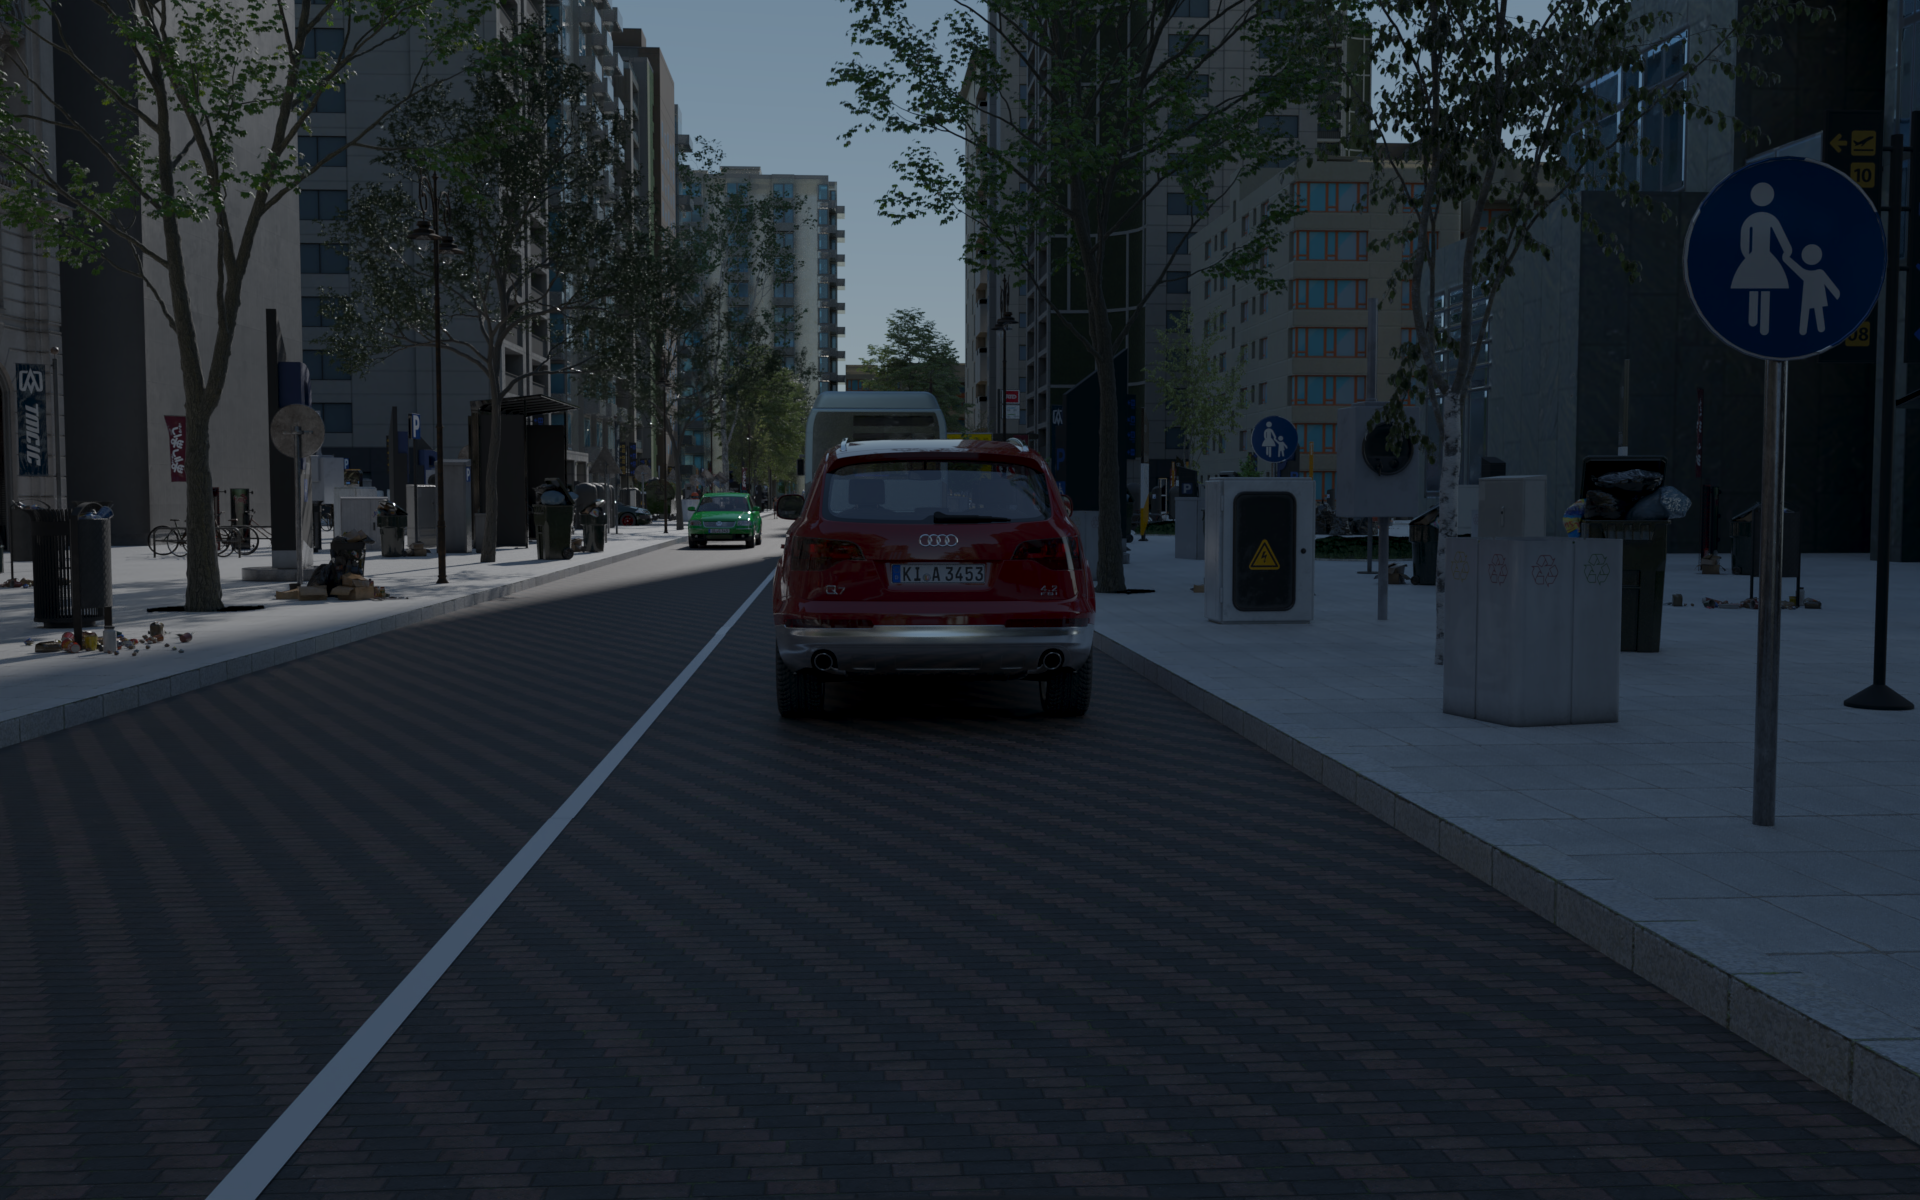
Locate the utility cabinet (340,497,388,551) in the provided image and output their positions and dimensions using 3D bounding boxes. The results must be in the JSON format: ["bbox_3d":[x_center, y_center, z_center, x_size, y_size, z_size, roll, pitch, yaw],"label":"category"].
[{"bbox_3d":[-13.476,-1.716,39.215,1.020,1.237,0.306,-2,4,-24],"label":"utility cabinet"}]

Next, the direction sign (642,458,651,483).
[{"bbox_3d":[-19.679,-7.166,109.166,0.379,3.537,0.876,-2,4,-35],"label":"direction sign"}]

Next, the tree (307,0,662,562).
[{"bbox_3d":[-8.544,-5.988,32.318,7.601,10.594,8.767,-1,4,-9],"label":"tree"}]

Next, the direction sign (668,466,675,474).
[{"bbox_3d":[-23.892,-9.260,143.391,0.379,3.537,0.876,-3,5,-41],"label":"direction sign"}]

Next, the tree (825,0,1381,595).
[{"bbox_3d":[1.819,-5.905,22.300,9.928,11.665,9.643,0,3,0],"label":"tree"}]

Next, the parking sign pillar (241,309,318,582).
[{"bbox_3d":[-10.022,-2.291,25.927,1.447,3.967,1.447,-1,4,-13],"label":"parking sign pillar"}]

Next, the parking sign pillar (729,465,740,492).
[{"bbox_3d":[-18.225,-9.157,138.194,1.447,3.967,1.447,-1,4,-18],"label":"parking sign pillar"}]

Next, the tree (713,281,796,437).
[{"bbox_3d":[-9.957,-7.788,61.754,8.767,10.594,7.601,0,4,-1],"label":"tree"}]

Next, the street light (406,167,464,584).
[{"bbox_3d":[-7.430,-3.174,24.683,0.468,5.910,1.993,0,4,-4],"label":"street light"}]

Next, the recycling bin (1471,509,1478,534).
[{"bbox_3d":[8.914,-0.976,28.504,0.722,1.027,0.722,-1,4,-21],"label":"recycling bin"}]

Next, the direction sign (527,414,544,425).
[{"bbox_3d":[-12.060,-3.462,48.596,0.876,3.537,0.379,-3,5,-40],"label":"direction sign"}]

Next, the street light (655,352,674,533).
[{"bbox_3d":[-9.606,-5.113,56.385,0.468,5.910,1.993,0,4,-4],"label":"street light"}]

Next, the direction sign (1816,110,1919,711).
[{"bbox_3d":[5.536,-1.121,10.330,0.876,3.537,0.379,0,4,-2],"label":"direction sign"}]

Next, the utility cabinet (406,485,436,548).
[{"bbox_3d":[-12.779,-2.002,41.405,0.318,1.500,1.173,1,4,12],"label":"utility cabinet"}]

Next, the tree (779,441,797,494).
[{"bbox_3d":[-18.594,-14.266,183.618,4.737,8.622,4.395,0,3,0],"label":"tree"}]

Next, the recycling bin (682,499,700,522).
[{"bbox_3d":[-12.698,-4.202,81.257,0.722,1.027,0.722,-3,5,-42],"label":"recycling bin"}]

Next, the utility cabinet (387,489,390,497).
[{"bbox_3d":[-26.476,-4.406,80.721,0.318,1.500,1.173,-1,4,-23],"label":"utility cabinet"}]

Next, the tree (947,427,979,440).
[{"bbox_3d":[0.204,-3.381,49.886,1.663,3.219,1.824,0,3,0],"label":"tree"}]

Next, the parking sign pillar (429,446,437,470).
[{"bbox_3d":[-23.389,-5.366,76.210,1.447,3.967,1.447,1,4,20],"label":"parking sign pillar"}]

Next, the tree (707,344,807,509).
[{"bbox_3d":[-15.293,-13.002,130.709,7.486,12.596,7.792,0,3,0],"label":"tree"}]

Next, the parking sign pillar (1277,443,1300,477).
[{"bbox_3d":[12.478,-4.728,65.777,1.447,3.967,1.447,-1,4,-9],"label":"parking sign pillar"}]

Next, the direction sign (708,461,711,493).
[{"bbox_3d":[-17.133,-7.743,118.592,0.379,3.537,0.876,0,4,8],"label":"direction sign"}]

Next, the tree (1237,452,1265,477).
[{"bbox_3d":[13.021,-5.159,78.944,1.663,3.219,1.824,0,3,0],"label":"tree"}]

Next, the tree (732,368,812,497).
[{"bbox_3d":[-18.381,-16.125,170.299,9.857,13.997,8.962,0,3,0],"label":"tree"}]

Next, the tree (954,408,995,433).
[{"bbox_3d":[1.281,-11.902,144.965,4.360,8.622,3.978,0,3,0],"label":"tree"}]

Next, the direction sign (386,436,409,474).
[{"bbox_3d":[-21.734,-4.588,67.005,0.876,3.537,0.379,0,4,3],"label":"direction sign"}]

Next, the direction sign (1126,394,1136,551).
[{"bbox_3d":[3.685,-2.884,39.149,0.379,3.537,0.876,3,5,43],"label":"direction sign"}]

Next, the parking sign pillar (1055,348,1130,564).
[{"bbox_3d":[2.425,-2.662,31.996,1.447,3.967,1.447,-2,4,-26],"label":"parking sign pillar"}]

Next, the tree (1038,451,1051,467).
[{"bbox_3d":[3.605,-5.145,78.724,1.663,3.219,1.824,0,3,0],"label":"tree"}]

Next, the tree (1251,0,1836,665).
[{"bbox_3d":[3.876,-3.824,12.891,4.360,8.622,3.978,0,3,0],"label":"tree"}]

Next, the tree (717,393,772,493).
[{"bbox_3d":[-14.966,-10.500,122.036,4.360,8.622,3.978,0,3,0],"label":"tree"}]

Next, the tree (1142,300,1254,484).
[{"bbox_3d":[9.065,-7.108,66.578,4.737,8.622,4.395,0,3,0],"label":"tree"}]

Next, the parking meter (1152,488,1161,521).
[{"bbox_3d":[7.874,-3.727,69.340,0.372,1.533,0.369,0,3,0],"label":"parking meter"}]

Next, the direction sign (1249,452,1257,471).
[{"bbox_3d":[15.737,-6.192,93.237,0.379,3.537,0.876,-2,4,-24],"label":"direction sign"}]

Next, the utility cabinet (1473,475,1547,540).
[{"bbox_3d":[6.531,-0.727,20.572,0.318,1.500,1.173,-1,4,-8],"label":"utility cabinet"}]

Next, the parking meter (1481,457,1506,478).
[{"bbox_3d":[8.295,-1.300,26.974,0.255,1.863,0.399,-1,4,-9],"label":"parking meter"}]

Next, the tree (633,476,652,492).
[{"bbox_3d":[-23.981,-8.416,132.206,1.663,3.219,1.824,0,3,0],"label":"tree"}]

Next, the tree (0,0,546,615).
[{"bbox_3d":[-8.244,-5.693,18.838,9.928,11.665,9.643,0,3,0],"label":"tree"}]

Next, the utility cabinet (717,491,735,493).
[{"bbox_3d":[-16.287,-6.842,120.551,1.173,1.500,0.318,-1,4,-21],"label":"utility cabinet"}]

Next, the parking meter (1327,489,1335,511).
[{"bbox_3d":[17.490,-4.484,81.726,0.372,1.533,0.369,0,3,0],"label":"parking meter"}]

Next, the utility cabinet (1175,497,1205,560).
[{"bbox_3d":[4.598,-1.412,34.251,0.306,1.237,1.020,-1,4,-18],"label":"utility cabinet"}]

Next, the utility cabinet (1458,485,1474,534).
[{"bbox_3d":[12.218,-1.999,41.362,0.318,1.500,1.173,-2,4,-28],"label":"utility cabinet"}]

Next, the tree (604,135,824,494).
[{"bbox_3d":[-14.027,-14.594,94.499,12.611,20.169,13.585,0,3,0],"label":"tree"}]

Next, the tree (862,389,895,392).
[{"bbox_3d":[-5.846,-12.654,141.301,8.767,10.594,7.601,0,4,3],"label":"tree"}]

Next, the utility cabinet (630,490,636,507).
[{"bbox_3d":[-23.745,-7.151,125.596,1.173,1.500,0.318,3,5,43],"label":"utility cabinet"}]

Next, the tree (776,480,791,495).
[{"bbox_3d":[-20.356,-12.611,200.789,1.663,3.219,1.824,0,3,0],"label":"tree"}]

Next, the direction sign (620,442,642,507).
[{"bbox_3d":[-14.548,-5.129,75.864,0.876,3.537,0.379,-3,5,-43],"label":"direction sign"}]

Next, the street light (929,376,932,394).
[{"bbox_3d":[-1.143,-5.827,68.065,0.468,5.910,1.993,0,4,-4],"label":"street light"}]

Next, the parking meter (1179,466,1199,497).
[{"bbox_3d":[4.806,-1.877,36.407,0.399,1.863,0.255,1,4,18],"label":"parking meter"}]

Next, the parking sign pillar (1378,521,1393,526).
[{"bbox_3d":[16.704,-4.970,69.725,1.447,3.967,1.447,-2,4,-26],"label":"parking sign pillar"}]

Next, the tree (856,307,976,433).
[{"bbox_3d":[-2.743,-11.471,105.680,7.486,12.596,7.792,0,3,0],"label":"tree"}]

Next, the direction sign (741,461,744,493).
[{"bbox_3d":[-14.835,-7.725,118.297,0.379,3.537,0.876,-1,4,-16],"label":"direction sign"}]

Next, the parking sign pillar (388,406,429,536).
[{"bbox_3d":[-17.482,-4.001,53.893,1.447,3.967,1.447,-2,4,-24],"label":"parking sign pillar"}]

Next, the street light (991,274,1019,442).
[{"bbox_3d":[0.939,-3.900,36.549,0.468,5.910,1.993,0,4,-4],"label":"street light"}]

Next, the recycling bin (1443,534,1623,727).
[{"bbox_3d":[3.270,0.161,9.926,0.722,1.027,0.722,-1,4,-19],"label":"recycling bin"}]

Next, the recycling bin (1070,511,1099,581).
[{"bbox_3d":[1.670,-0.808,25.771,0.722,1.027,0.722,-2,4,-29],"label":"recycling bin"}]

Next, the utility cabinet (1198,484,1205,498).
[{"bbox_3d":[5.205,-1.774,37.683,0.318,1.500,1.173,0,4,-7],"label":"utility cabinet"}]
